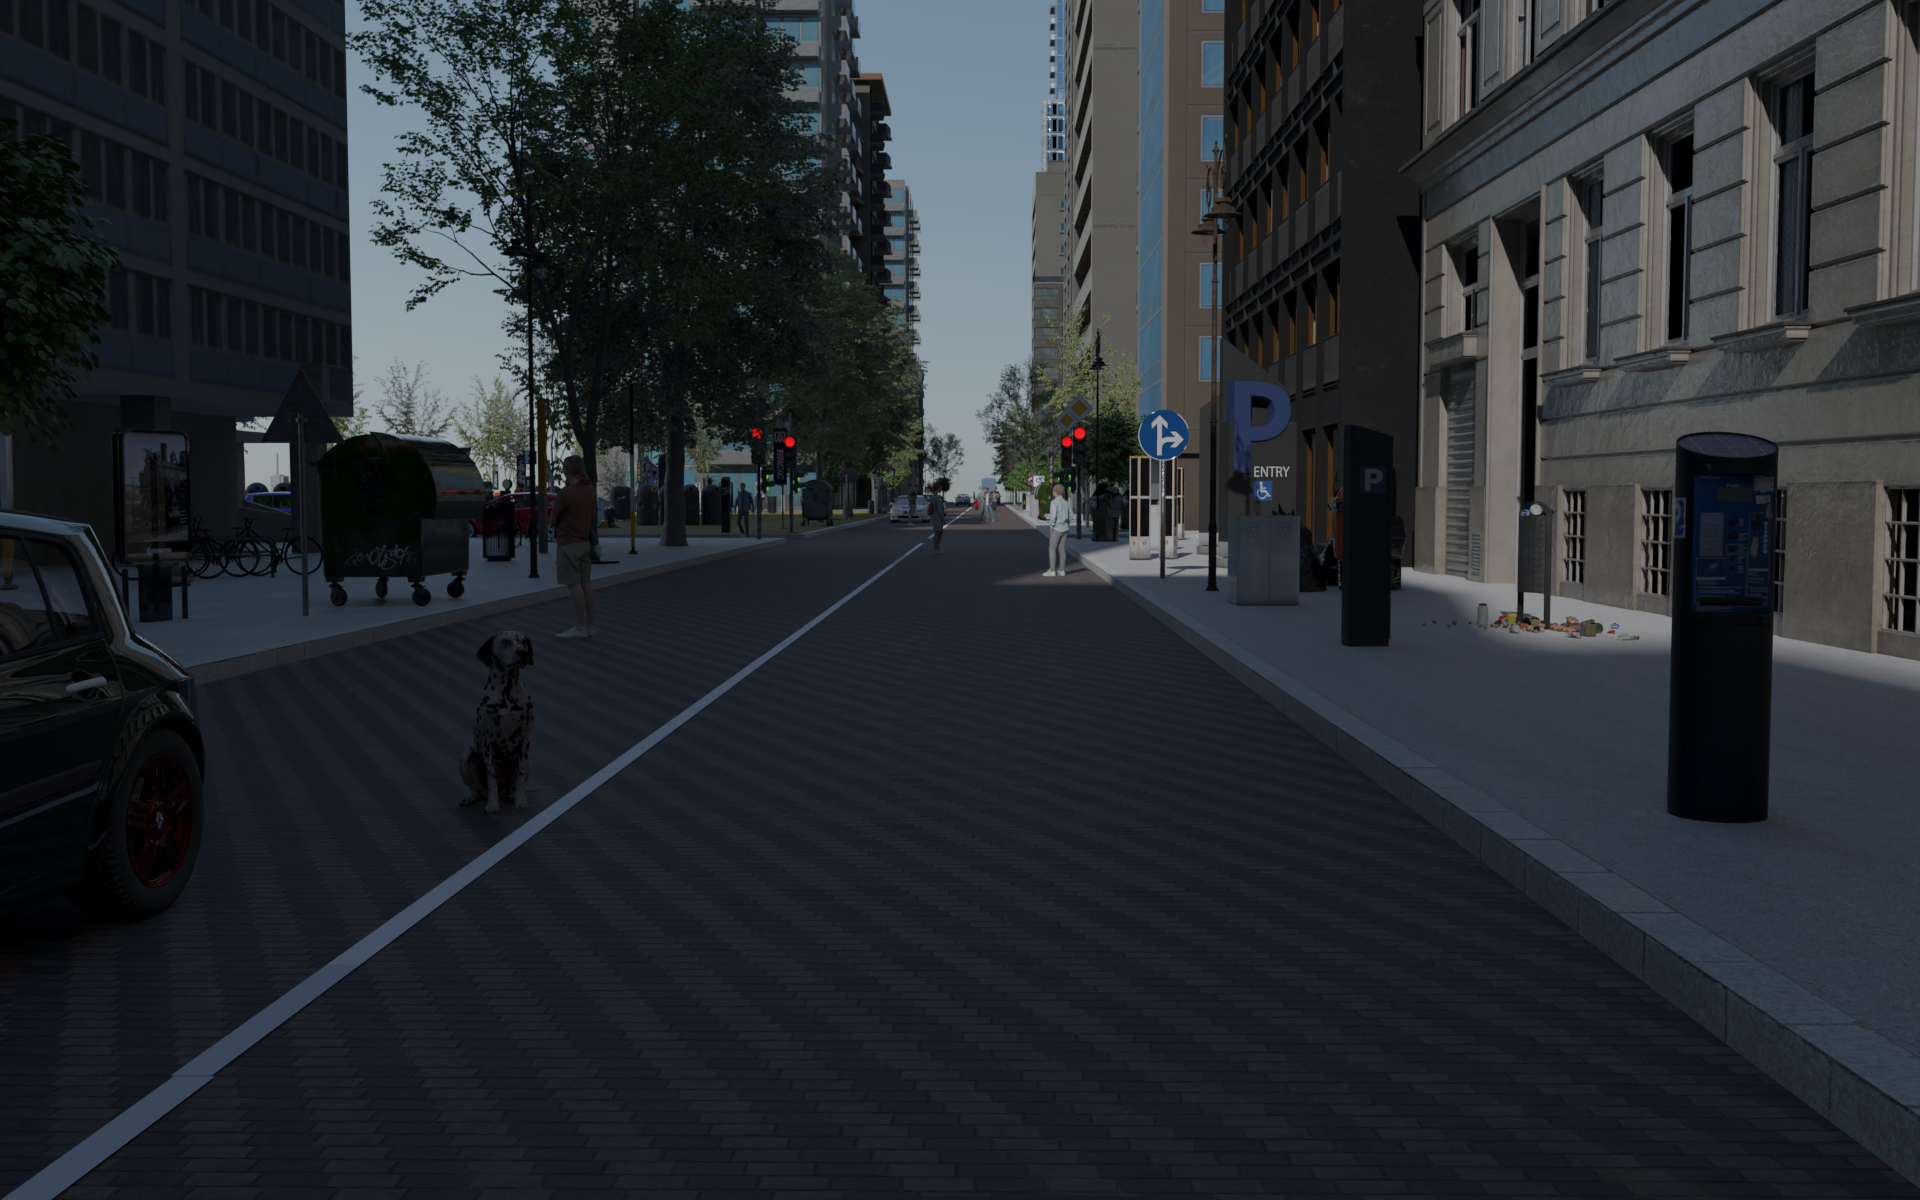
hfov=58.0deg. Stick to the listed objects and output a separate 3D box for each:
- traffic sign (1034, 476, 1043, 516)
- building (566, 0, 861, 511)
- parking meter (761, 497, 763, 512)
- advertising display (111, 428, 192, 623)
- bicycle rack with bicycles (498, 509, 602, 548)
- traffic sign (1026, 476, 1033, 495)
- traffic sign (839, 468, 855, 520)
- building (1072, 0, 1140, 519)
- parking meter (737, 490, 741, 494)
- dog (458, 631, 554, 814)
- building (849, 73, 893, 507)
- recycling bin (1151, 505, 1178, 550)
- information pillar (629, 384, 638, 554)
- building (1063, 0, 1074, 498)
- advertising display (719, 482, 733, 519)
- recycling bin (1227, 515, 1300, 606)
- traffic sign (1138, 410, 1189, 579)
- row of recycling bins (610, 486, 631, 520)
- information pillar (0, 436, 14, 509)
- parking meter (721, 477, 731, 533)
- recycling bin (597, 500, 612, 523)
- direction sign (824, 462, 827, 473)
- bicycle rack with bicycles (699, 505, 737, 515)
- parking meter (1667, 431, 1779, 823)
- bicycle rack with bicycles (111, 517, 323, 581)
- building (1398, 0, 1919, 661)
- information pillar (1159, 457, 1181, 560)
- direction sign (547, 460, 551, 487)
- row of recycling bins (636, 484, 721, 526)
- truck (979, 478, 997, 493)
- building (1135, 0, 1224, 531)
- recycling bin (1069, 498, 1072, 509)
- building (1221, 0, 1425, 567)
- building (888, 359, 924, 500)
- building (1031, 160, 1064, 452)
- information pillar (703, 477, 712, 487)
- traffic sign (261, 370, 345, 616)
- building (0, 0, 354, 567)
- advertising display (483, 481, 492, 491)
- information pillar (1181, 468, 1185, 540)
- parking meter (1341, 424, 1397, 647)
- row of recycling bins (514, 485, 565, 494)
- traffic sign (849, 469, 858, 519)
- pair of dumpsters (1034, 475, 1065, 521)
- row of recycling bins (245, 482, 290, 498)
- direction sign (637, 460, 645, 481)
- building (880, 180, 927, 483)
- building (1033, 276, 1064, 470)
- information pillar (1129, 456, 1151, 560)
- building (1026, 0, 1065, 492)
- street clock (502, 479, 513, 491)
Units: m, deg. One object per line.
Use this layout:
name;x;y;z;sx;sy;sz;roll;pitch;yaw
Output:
traffic sign;4.436;-5.818;97.258;0.606;2.300;0.079;1;4;10
building;-20.087;-32.293;147.604;23.786;49.044;30.456;0;4;1
parking meter;-14.537;-7.346;125.820;0.255;1.863;0.399;2;4;30
advertising display;-8.094;-0.744;17.385;0.123;1.923;0.974;1;4;14
bicycle rack with bicycles;-9.869;-1.751;42.016;2.852;0.926;2.925;0;4;4
traffic sign;4.996;-7.370;120.597;0.768;2.556;0.104;1;4;11
traffic sign;-5.541;-5.182;84.834;0.768;2.556;0.104;0;4;8
building;17.585;-29.021;98.193;21.300;48.544;21.600;0;4;1
parking meter;-14.329;-6.396;112.986;0.372;1.533;0.369;0;3;0
dog;-2.068;0.535;8.083;0.513;0.831;0.800;1;4;14
building;-18.388;-32.004;177.894;22.147;44.769;28.867;0;4;1
recycling bin;4.560;-1.667;39.816;0.722;1.027;0.722;2;4;28
information pillar;-6.998;-2.791;36.980;0.183;3.616;0.504;-1;4;-9
building;20.061;-46.174;193.197;20.563;71.187;20.611;0;4;1
advertising display;-12.214;-5.210;90.400;0.974;1.923;0.123;3;5;40
recycling bin;3.538;-0.469;20.224;0.722;1.027;0.722;0;4;-1
traffic sign;3.080;-1.599;26.251;0.768;2.556;0.104;0;4;3
row of recycling bins;-17.232;-4.948;88.018;1.069;1.692;3.534;0;4;-5
information pillar;-12.807;-1.950;23.240;0.183;3.616;0.504;-1;4;-20
parking meter;-7.790;-3.173;57.596;0.255;1.863;0.399;0;4;3
recycling bin;-14.208;-3.417;68.417;0.722;1.027;0.722;1;4;16
direction sign;-9.946;-8.471;130.489;0.876;3.537;0.379;0;4;-3
bicycle rack with bicycles;-14.578;-5.533;103.843;2.925;0.926;2.852;0;4;-2
parking meter;3.029;0.093;6.883;0.372;1.533;0.369;0;3;0
bicycle rack with bicycles;-11.491;-0.835;27.028;2.925;0.926;2.852;-1;4;-19
building;14.597;-11.045;13.877;16.112;22.955;30.059;0;4;1
information pillar;4.089;-1.804;33.988;0.304;2.012;0.304;1;4;21
direction sign;-27.239;-7.496;114.550;0.379;3.537;0.876;-2;4;-32
row of recycling bins;-11.569;-3.926;71.310;3.534;1.692;1.069;-2;4;-25
truck;4.762;-17.646;278.264;2.967;4.110;18.799;0;4;-1
building;14.366;-25.414;65.622;14.200;45.320;14.600;0;4;1
recycling bin;7.102;-6.248;114.712;0.722;1.027;0.722;2;4;30
building;12.914;-12.703;37.369;12.332;23.373;15.834;0;4;1
building;-19.184;-23.819;234.475;27.650;21.520;28.899;0;4;1
building;21.129;-38.122;246.992;21.300;48.544;21.600;0;4;1
information pillar;-11.186;-4.420;76.756;0.304;2.012;0.304;3;4;38
traffic sign;-6.890;-1.111;18.164;0.884;2.594;0.081;0;4;2
building;-25.225;-20.771;31.492;23.993;40.220;32.217;0;4;1
advertising display;-23.712;-4.953;86.189;0.123;1.923;0.974;3;5;40
information pillar;6.059;-2.666;48.088;0.304;2.012;0.304;1;4;22
parking meter;3.452;-0.545;14.628;0.399;1.863;0.255;0;4;-6
row of recycling bins;-19.905;-4.653;83.186;3.534;1.692;1.069;2;4;24
traffic sign;-5.599;-5.420;88.726;0.768;2.556;0.104;0;4;8
pair of dumpsters;4.465;-5.018;84.537;1.574;2.255;4.437;0;4;1
row of recycling bins;-24.333;-3.302;61.097;3.534;1.692;1.069;-2;4;-25
direction sign;-21.261;-7.556;115.536;0.876;3.537;0.379;3;5;41
building;-17.292;-39.365;263.229;23.786;49.044;30.456;0;4;1
building;16.678;-28.018;229.797;14.160;30.474;14.107;0;4;1
information pillar;3.493;-1.779;33.575;0.304;2.012;0.304;-2;4;-31
building;21.810;-58.725;272.820;22.319;86.520;31.000;0;4;1
street clock;-22.102;-4.896;84.619;0.471;2.002;0.358;2;4;25
